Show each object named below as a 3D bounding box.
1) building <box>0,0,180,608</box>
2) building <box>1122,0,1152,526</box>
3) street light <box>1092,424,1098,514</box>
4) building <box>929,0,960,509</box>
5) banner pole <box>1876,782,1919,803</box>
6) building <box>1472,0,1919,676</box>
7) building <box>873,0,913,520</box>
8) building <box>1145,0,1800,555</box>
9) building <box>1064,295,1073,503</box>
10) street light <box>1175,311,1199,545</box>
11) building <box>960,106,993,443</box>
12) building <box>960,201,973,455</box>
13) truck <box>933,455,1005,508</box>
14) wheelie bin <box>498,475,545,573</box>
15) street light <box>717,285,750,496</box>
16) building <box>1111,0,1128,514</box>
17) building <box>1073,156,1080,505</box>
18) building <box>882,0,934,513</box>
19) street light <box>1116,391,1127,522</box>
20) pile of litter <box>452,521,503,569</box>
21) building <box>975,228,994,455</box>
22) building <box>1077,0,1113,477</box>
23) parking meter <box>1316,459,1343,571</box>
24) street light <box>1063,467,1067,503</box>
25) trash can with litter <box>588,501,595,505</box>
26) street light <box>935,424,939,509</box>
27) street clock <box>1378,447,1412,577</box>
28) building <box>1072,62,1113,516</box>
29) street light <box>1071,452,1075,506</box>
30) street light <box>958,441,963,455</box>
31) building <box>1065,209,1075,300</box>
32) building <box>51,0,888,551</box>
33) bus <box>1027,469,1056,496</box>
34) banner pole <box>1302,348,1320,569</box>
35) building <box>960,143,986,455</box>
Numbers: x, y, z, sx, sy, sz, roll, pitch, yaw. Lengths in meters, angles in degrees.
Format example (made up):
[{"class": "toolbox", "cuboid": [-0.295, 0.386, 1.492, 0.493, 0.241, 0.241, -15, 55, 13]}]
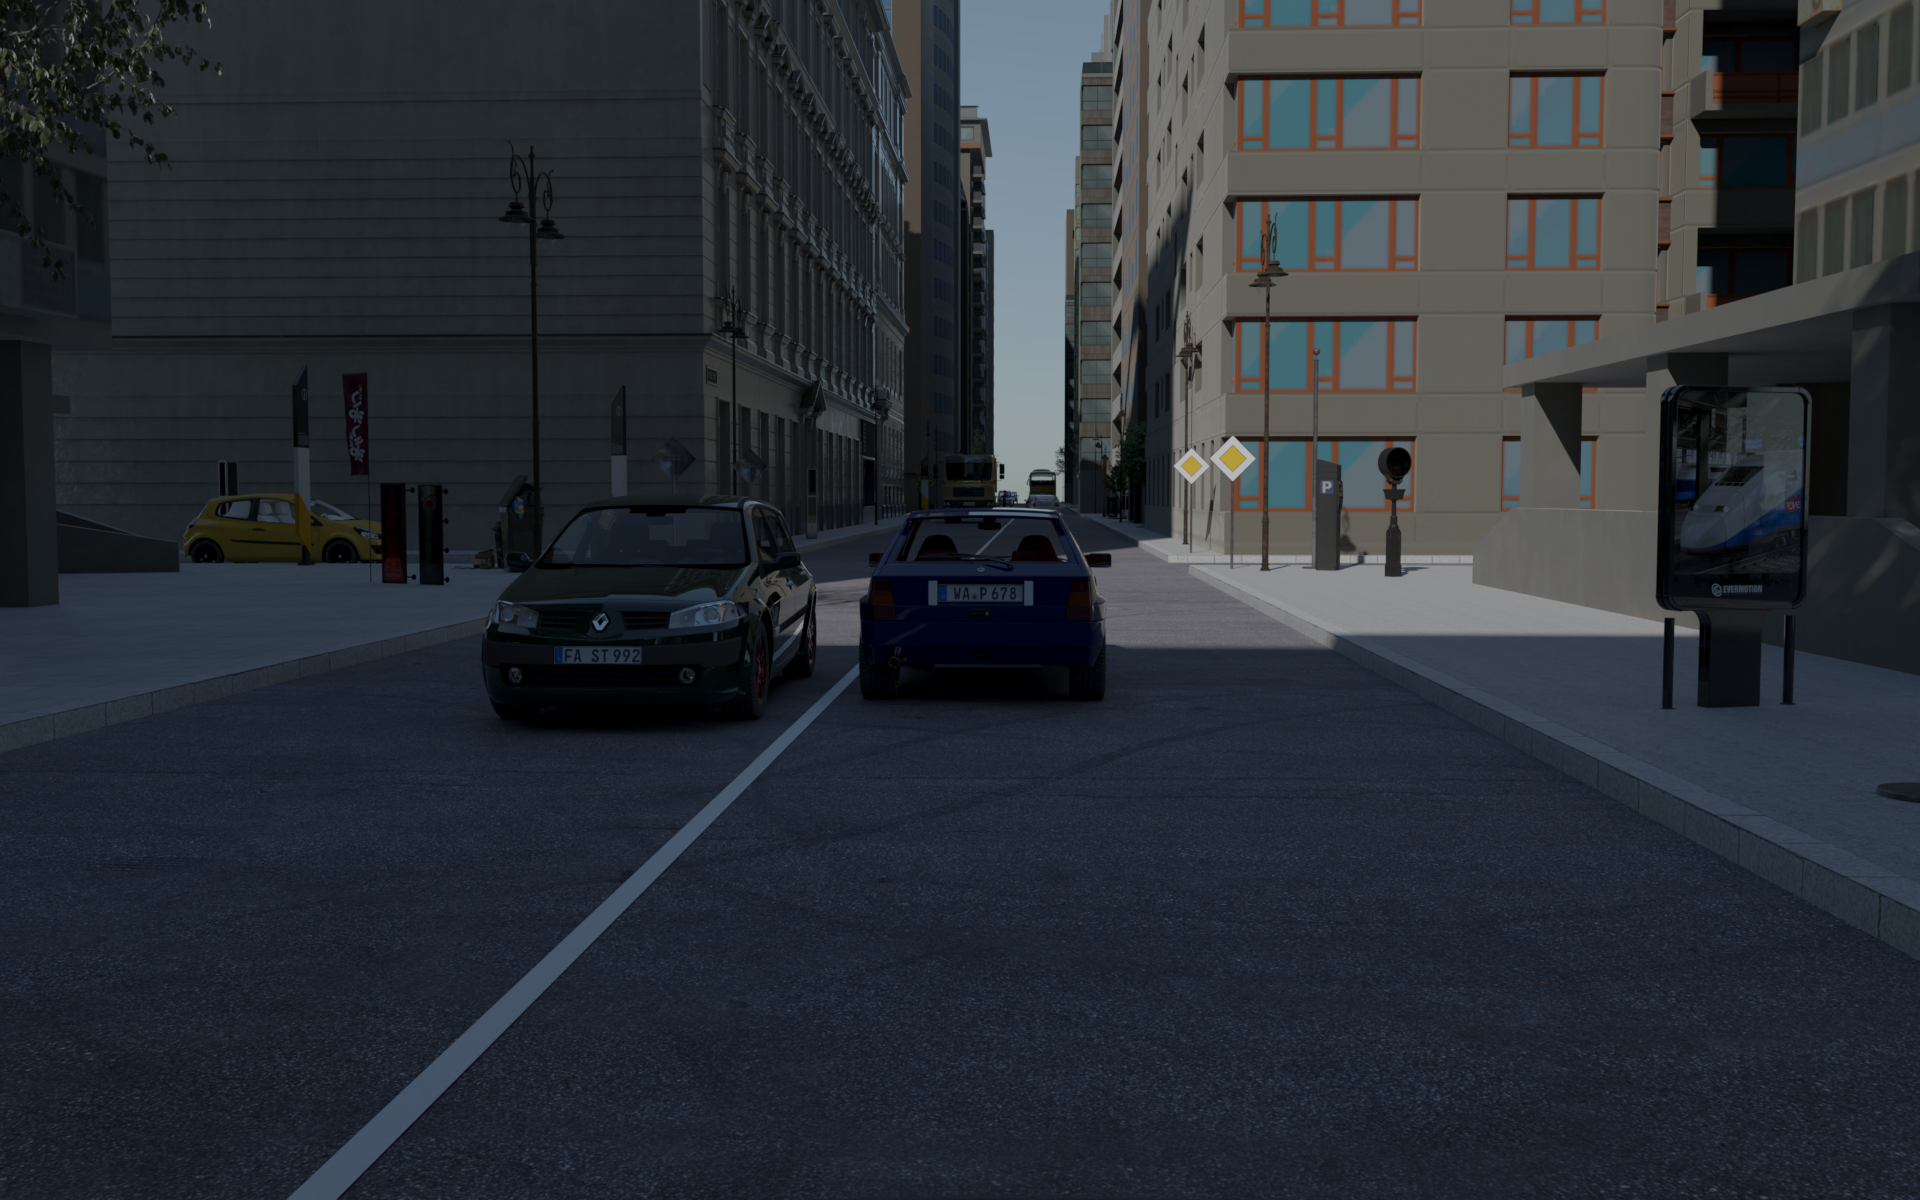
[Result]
[{"class": "building", "cuboid": [-21.936, -19.684, 13.707, 23.993, 40.220, 32.217, 0, 4, 3]}, {"class": "building", "cuboid": [14.346, -25.997, 75.154, 14.600, 45.320, 14.200, 0, 4, 3]}, {"class": "street light", "cuboid": [9.229, -9.019, 120.247, 0.468, 5.910, 1.993, 0, 4, 3]}, {"class": "building", "cuboid": [-11.072, -36.690, 141.883, 21.231, 58.520, 28.212, 0, 4, 3]}, {"class": "banner pole", "cuboid": [4.231, -1.040, 7.027, 0.401, 3.779, 0.863, -2, 4, -32]}, {"class": "building", "cuboid": [23.124, -19.822, 15.964, 32.217, 40.220, 23.993, 0, 4, 3]}, {"class": "building", "cuboid": [-9.871, -18.712, 91.852, 13.634, 28.700, 20.117, 0, 4, 3]}, {"class": "building", "cuboid": [20.635, -12.473, 48.978, 28.899, 21.520, 27.650, 0, 4, 3]}, {"class": "building", "cuboid": [22.106, -29.273, 250.311, 14.160, 30.474, 14.107, 0, 4, 3]}, {"class": "street light", "cuboid": [5.731, -4.346, 43.842, 0.468, 5.910, 1.993, 0, 4, 3]}, {"class": "building", "cuboid": [-10.188, -39.785, 239.728, 28.713, 52.752, 27.495, 0, 4, 3]}, {"class": "building", "cuboid": [-5.982, -24.852, 178.023, 14.160, 30.474, 14.107, 0, 4, 3]}, {"class": "truck", "cuboid": [0.548, -5.592, 87.358, 3.469, 3.379, 9.791, 0, 4, 2]}, {"class": "wheelie bin", "cuboid": [-7.207, -1.261, 28.525, 0.693, 1.594, 0.980, -2, 4, -27]}, {"class": "street light", "cuboid": [-5.014, -4.018, 38.478, 0.468, 5.910, 1.993, 0, 4, 3]}, {"class": "building", "cuboid": [19.998, -29.173, 100.678, 21.300, 48.544, 21.600, 0, 4, 3]}, {"class": "building", "cuboid": [20.946, -32.305, 211.773, 14.154, 41.232, 14.086, 0, 4, 3]}, {"class": "building", "cuboid": [-9.137, -28.795, 120.915, 14.600, 45.320, 14.200, 0, 4, 3]}, {"class": "street light", "cuboid": [7.257, -6.438, 78.055, 0.468, 5.910, 1.993, 0, 4, 3]}, {"class": "pile of litter", "cuboid": [-7.939, -0.983, 30.036, 1.719, 0.858, 1.176, -1, 4, -10]}, {"class": "building", "cuboid": [-2.041, -35.294, 260.658, 14.154, 41.232, 14.086, 0, 4, 3]}, {"class": "building", "cuboid": [23.873, -33.804, 172.299, 23.786, 49.044, 30.456, 0, 4, 3]}, {"class": "parking meter", "cuboid": [6.195, -1.427, 29.041, 0.399, 1.863, 0.255, 2, 4, 29]}, {"class": "street light", "cuboid": [16.170, -18.289, 271.815, 0.468, 5.910, 1.993, 0, 4, 3]}, {"class": "trash can with litter", "cuboid": [-5.661, -1.033, 28.274, 0.624, 1.170, 1.055, 2, 4, 31]}, {"class": "street light", "cuboid": [-1.565, -8.699, 115.018, 0.468, 5.910, 1.993, 0, 4, 3]}, {"class": "street clock", "cuboid": [6.723, -1.362, 26.831, 0.471, 2.002, 0.358, -1, 4, -20]}, {"class": "building", "cuboid": [15.195, -21.264, 119.368, 14.160, 30.474, 14.107, 0, 4, 3]}, {"class": "street light", "cuboid": [13.152, -14.161, 204.317, 0.468, 5.910, 1.993, 0, 4, 3]}, {"class": "street light", "cuboid": [0.104, -10.763, 148.756, 0.468, 5.910, 1.993, 0, 4, 3]}, {"class": "building", "cuboid": [22.979, -37.545, 263.977, 14.600, 45.320, 14.200, 0, 4, 3]}, {"class": "building", "cuboid": [-12.633, -17.335, 59.845, 17.030, 29.872, 44.131, 0, 4, 3]}, {"class": "bus", "cuboid": [8.044, -10.931, 170.266, 2.896, 3.916, 12.252, 0, 4, 2]}, {"class": "banner pole", "cuboid": [6.132, -2.442, 29.948, 0.401, 3.779, 0.863, 1, 4, 9]}, {"class": "building", "cuboid": [-8.134, -34.073, 211.711, 22.147, 44.769, 28.867, 0, 4, 3]}]
